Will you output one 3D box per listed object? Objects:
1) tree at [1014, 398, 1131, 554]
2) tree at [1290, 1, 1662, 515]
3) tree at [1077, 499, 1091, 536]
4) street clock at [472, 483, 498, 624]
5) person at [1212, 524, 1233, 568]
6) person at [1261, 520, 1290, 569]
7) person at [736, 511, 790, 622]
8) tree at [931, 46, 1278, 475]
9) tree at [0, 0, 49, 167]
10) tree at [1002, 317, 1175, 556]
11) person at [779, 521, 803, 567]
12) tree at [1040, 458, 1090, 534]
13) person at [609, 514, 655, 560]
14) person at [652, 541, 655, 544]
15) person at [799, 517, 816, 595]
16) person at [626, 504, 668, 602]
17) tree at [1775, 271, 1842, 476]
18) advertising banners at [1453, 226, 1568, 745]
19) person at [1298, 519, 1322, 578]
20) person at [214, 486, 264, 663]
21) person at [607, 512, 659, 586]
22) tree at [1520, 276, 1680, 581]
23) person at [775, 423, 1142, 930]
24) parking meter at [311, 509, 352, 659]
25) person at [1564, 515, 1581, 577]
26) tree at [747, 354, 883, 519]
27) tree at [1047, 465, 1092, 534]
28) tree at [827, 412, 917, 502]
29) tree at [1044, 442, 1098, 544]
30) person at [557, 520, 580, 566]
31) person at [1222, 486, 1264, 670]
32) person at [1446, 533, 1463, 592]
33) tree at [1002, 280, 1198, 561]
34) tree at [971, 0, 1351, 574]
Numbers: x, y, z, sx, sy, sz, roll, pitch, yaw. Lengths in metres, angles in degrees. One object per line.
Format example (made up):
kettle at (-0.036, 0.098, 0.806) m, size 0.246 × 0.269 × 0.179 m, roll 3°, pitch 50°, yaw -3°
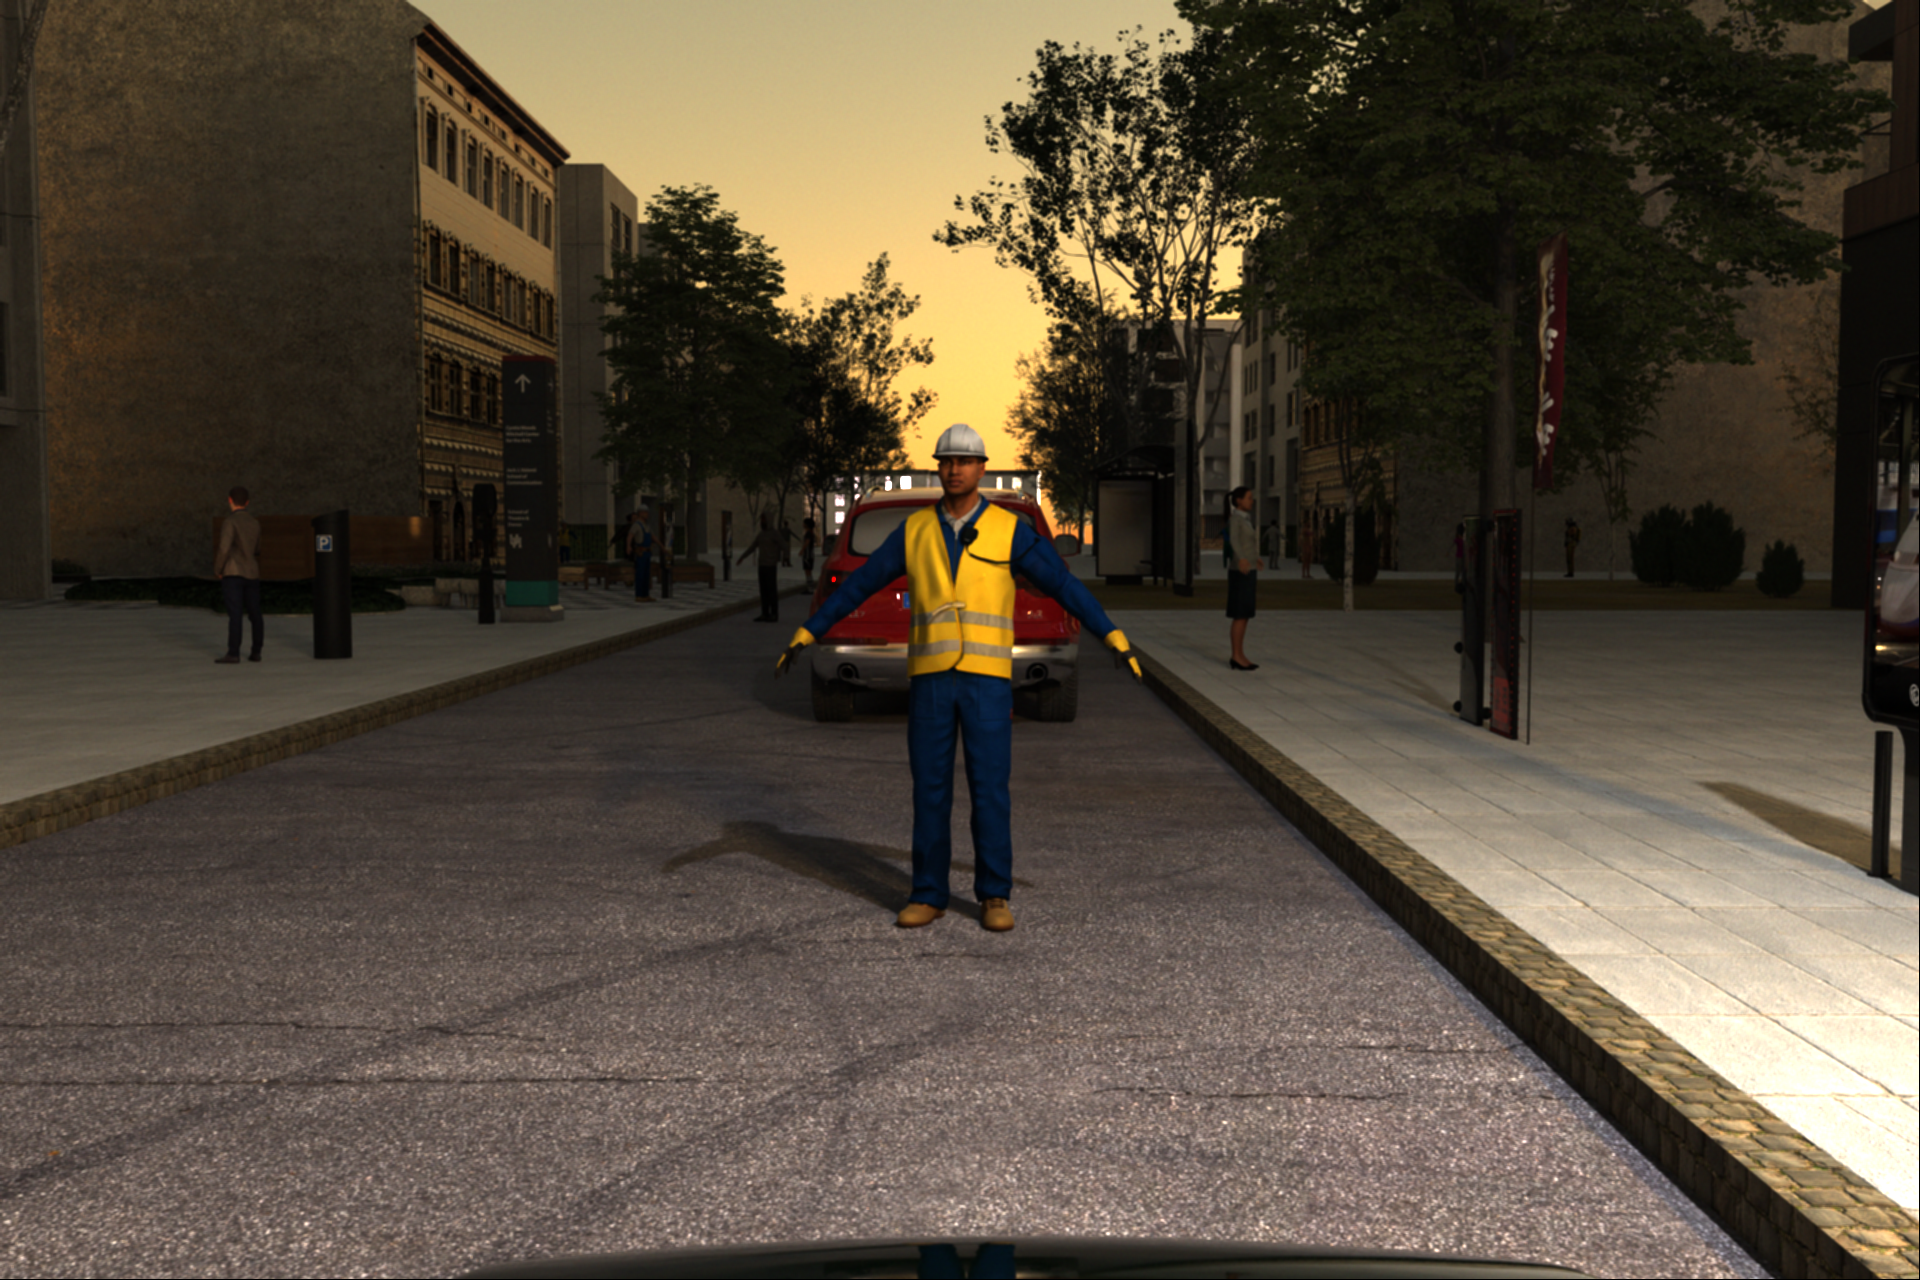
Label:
tree at (7.623, -10.780, 110.668) m, size 8.767 × 10.594 × 7.601 m, roll 0°, pitch 4°, yaw 1°
tree at (10.747, -7.199, 35.823) m, size 7.486 × 12.596 × 7.792 m, roll 0°, pitch 3°, yaw 0°
tree at (16.015, -16.940, 227.328) m, size 4.737 × 8.622 × 4.395 m, roll 0°, pitch 3°, yaw 0°
street clock at (-6.780, -1.234, 24.754) m, size 0.358 × 2.002 × 0.471 m, roll 0°, pitch 4°, yaw 1°
person at (10.131, -3.616, 65.253) m, size 1.347 × 1.817 × 0.704 m, roll 1°, pitch 4°, yaw 22°
person at (11.414, -3.468, 62.885) m, size 0.705 × 1.806 × 1.347 m, roll -3°, pitch 4°, yaw -38°
person at (-3.160, -1.204, 28.267) m, size 0.705 × 1.813 × 1.348 m, roll -3°, pitch 5°, yaw -44°
tree at (5.757, -12.998, 68.406) m, size 12.611 × 20.169 × 13.585 m, roll 0°, pitch 3°, yaw 0°
tree at (-8.657, -9.667, 13.948) m, size 12.611 × 20.169 × 13.585 m, roll 0°, pitch 3°, yaw 0°
tree at (7.635, -11.557, 99.323) m, size 12.009 × 13.543 × 11.850 m, roll 0°, pitch 3°, yaw 0°
person at (-6.809, -3.778, 68.034) m, size 1.348 × 1.796 × 0.705 m, roll 2°, pitch 4°, yaw 26°
tree at (7.865, -10.781, 126.636) m, size 4.737 × 8.622 × 4.395 m, roll 0°, pitch 3°, yaw 0°
person at (-8.992, -2.530, 47.304) m, size 1.347 × 1.837 × 0.705 m, roll 1°, pitch 4°, yaw 11°
person at (-12.658, -3.879, 69.209) m, size 1.354 × 1.856 × 0.705 m, roll 3°, pitch 5°, yaw 45°
person at (-3.620, -1.986, 41.070) m, size 0.704 × 1.843 × 1.345 m, roll 0°, pitch 4°, yaw 3°
person at (-5.988, -1.650, 32.832) m, size 0.705 × 1.847 × 1.347 m, roll 1°, pitch 4°, yaw 22°
tree at (24.799, -5.932, 47.355) m, size 4.360 × 8.622 × 3.978 m, roll 0°, pitch 3°, yaw 0°
advertising banners at (3.464, -0.904, 10.966) m, size 0.090 × 3.025 × 2.074 m, roll 0°, pitch 4°, yaw 1°
person at (10.133, -2.654, 50.201) m, size 0.721 × 1.733 × 1.217 m, roll 3°, pitch 5°, yaw 43°
person at (-7.330, -0.662, 17.405) m, size 0.750 × 1.759 × 0.617 m, roll 2°, pitch 4°, yaw 35°
person at (-7.953, -2.218, 42.401) m, size 1.346 × 1.812 × 0.704 m, roll 0°, pitch 4°, yaw 7°
tree at (17.726, -5.938, 47.444) m, size 4.737 × 8.622 × 4.395 m, roll 0°, pitch 3°, yaw 0°
person at (-0.003, 0.128, 6.341) m, size 1.349 × 1.833 × 0.705 m, roll 1°, pitch 4°, yaw 11°
parking meter at (-6.493, -0.580, 17.896) m, size 0.372 × 1.533 × 0.369 m, roll 0°, pitch 3°, yaw 0°
person at (18.178, -2.807, 51.656) m, size 0.705 × 1.858 × 1.354 m, roll 1°, pitch 4°, yaw 22°
tree at (-7.769, -9.437, 88.711) m, size 8.767 × 10.594 × 7.601 m, roll 1°, pitch 4°, yaw 10°
tree at (7.759, -11.137, 132.456) m, size 4.360 × 8.622 × 3.978 m, roll 0°, pitch 3°, yaw 0°
tree at (-7.040, -12.872, 136.207) m, size 9.928 × 11.665 × 9.643 m, roll 0°, pitch 3°, yaw 0°
tree at (15.611, -19.192, 220.438) m, size 9.857 × 13.997 × 8.962 m, roll 0°, pitch 3°, yaw 0°
person at (-13.478, -3.207, 58.896) m, size 1.216 × 1.772 × 0.721 m, roll 1°, pitch 4°, yaw 11°
person at (2.749, -0.587, 16.422) m, size 0.721 × 1.735 × 1.217 m, roll 1°, pitch 4°, yaw 16°
person at (11.121, -1.775, 38.286) m, size 0.991 × 1.433 × 0.599 m, roll -2°, pitch 4°, yaw -24°
tree at (7.001, -10.620, 84.005) m, size 12.009 × 13.543 × 11.850 m, roll 0°, pitch 3°, yaw 0°
tree at (6.728, -12.066, 53.173) m, size 12.611 × 20.169 × 13.585 m, roll 0°, pitch 3°, yaw 0°
